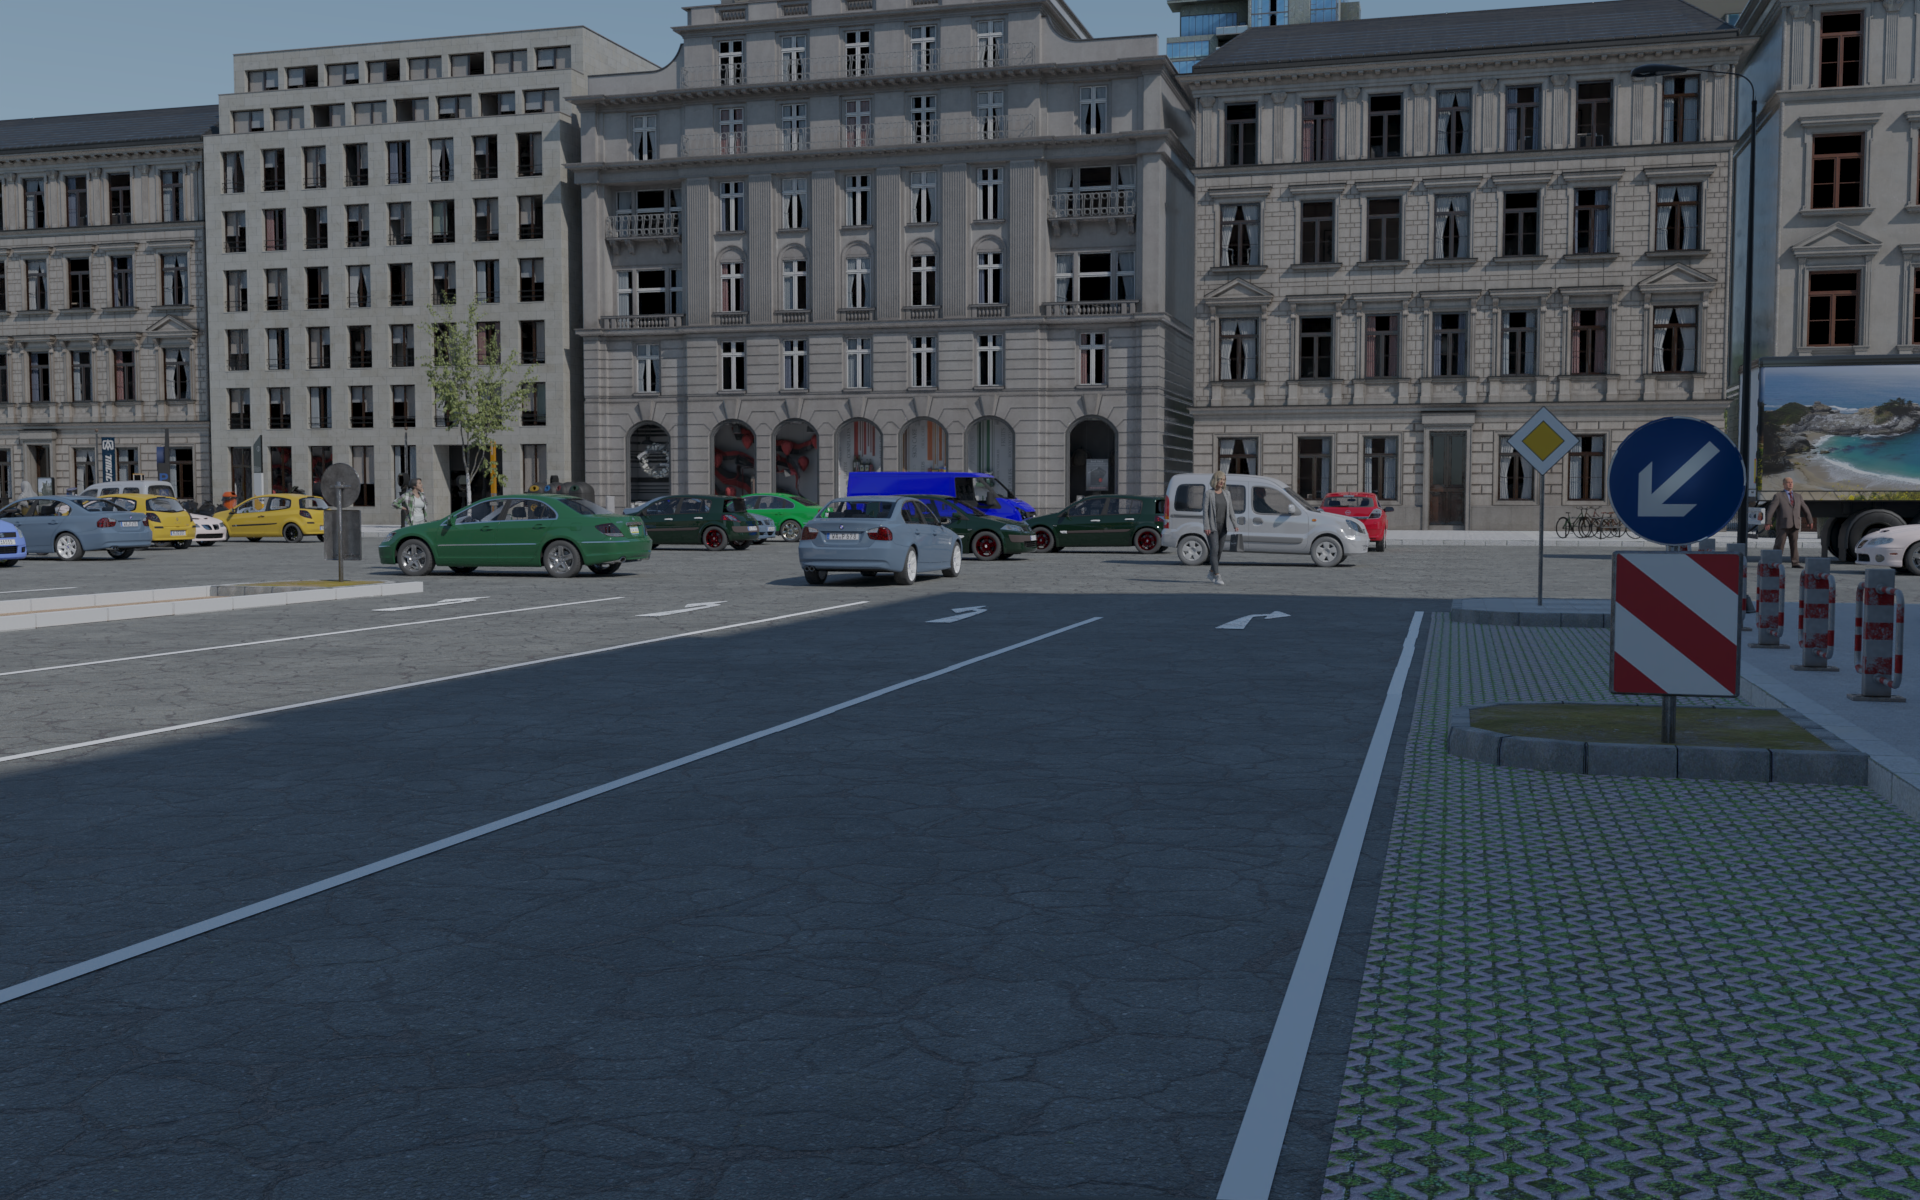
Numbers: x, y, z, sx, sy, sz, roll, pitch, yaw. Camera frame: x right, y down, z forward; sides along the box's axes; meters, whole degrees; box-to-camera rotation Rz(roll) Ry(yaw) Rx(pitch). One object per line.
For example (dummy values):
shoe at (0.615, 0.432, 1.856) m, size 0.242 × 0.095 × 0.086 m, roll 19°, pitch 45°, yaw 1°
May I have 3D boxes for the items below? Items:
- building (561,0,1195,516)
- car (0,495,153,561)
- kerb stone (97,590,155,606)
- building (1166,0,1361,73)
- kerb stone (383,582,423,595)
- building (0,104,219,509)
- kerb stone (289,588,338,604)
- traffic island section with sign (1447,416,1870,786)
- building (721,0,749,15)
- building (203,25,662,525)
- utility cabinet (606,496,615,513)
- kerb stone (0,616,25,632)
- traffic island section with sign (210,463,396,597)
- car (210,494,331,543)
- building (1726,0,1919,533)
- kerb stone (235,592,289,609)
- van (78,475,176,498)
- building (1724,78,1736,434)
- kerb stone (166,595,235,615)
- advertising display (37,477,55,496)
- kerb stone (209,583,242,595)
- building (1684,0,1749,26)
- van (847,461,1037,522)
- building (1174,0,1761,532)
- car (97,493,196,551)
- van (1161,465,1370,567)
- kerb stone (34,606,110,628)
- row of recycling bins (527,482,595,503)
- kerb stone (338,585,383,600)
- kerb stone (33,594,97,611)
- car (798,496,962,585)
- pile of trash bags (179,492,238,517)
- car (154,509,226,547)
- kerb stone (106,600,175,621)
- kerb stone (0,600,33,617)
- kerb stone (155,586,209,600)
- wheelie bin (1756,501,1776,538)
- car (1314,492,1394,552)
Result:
building at (-2.289, -14.032, 71.225) m, size 24.055 × 21.916 × 13.314 m, roll 1°, pitch 4°, yaw 16°
car at (-20.015, -1.588, 37.968) m, size 4.499 × 1.417 × 2.014 m, roll 1°, pitch 4°, yaw 14°
kerb stone at (-10.935, -0.023, 22.572) m, size 0.120 × 0.150 × 1.000 m, roll 1°, pitch 4°, yaw 16°
building at (39.720, -56.047, 229.037) m, size 31.000 × 86.520 × 22.319 m, roll 1°, pitch 4°, yaw 16°
kerb stone at (-8.071, -0.163, 24.937) m, size 0.120 × 0.150 × 1.000 m, roll 1°, pitch 4°, yaw 16°
building at (-39.900, -13.268, 81.564) m, size 19.286 × 19.102 × 10.561 m, roll 1°, pitch 4°, yaw 16°
kerb stone at (-8.646, -0.047, 22.966) m, size 0.120 × 0.150 × 1.000 m, roll 1°, pitch 4°, yaw 16°
traffic island section with sign at (3.755, -0.060, 9.611) m, size 1.989 × 1.847 × 2.006 m, roll 1°, pitch 4°, yaw 16°
building at (-8.655, -27.273, 129.502) m, size 14.154 × 41.232 × 14.086 m, roll 1°, pitch 4°, yaw 16°
building at (-22.538, -13.558, 76.419) m, size 16.860 × 20.320 × 10.420 m, roll 1°, pitch 4°, yaw 16°
utility cabinet at (-13.269, -3.338, 65.742) m, size 0.306 × 1.237 × 1.020 m, roll -1°, pitch 4°, yaw -14°
kerb stone at (-10.059, 0.259, 18.008) m, size 0.120 × 0.150 × 1.000 m, roll 1°, pitch 4°, yaw 16°
traffic island section with sign at (-9.209, -1.015, 24.728) m, size 2.006 × 1.907 × 1.989 m, roll 1°, pitch 4°, yaw 16°
car at (-20.604, -2.539, 51.735) m, size 3.980 × 1.641 × 2.015 m, roll 1°, pitch 4°, yaw 17°
building at (37.925, -13.660, 59.494) m, size 21.152 × 22.565 × 11.583 m, roll 1°, pitch 4°, yaw 16°
kerb stone at (-8.926, 0.014, 21.970) m, size 0.120 × 0.150 × 1.000 m, roll 1°, pitch 4°, yaw 16°
van at (-26.495, -2.872, 53.970) m, size 4.112 × 2.044 × 2.013 m, roll 1°, pitch 4°, yaw 15°
building at (54.804, -21.037, 115.663) m, size 14.160 × 30.474 × 14.107 m, roll 1°, pitch 4°, yaw 16°
kerb stone at (-9.207, 0.074, 20.982) m, size 0.120 × 0.150 × 1.000 m, roll 1°, pitch 4°, yaw 16°
advertising display at (-34.960, -3.736, 66.293) m, size 0.974 × 1.923 × 0.123 m, roll 2°, pitch 4°, yaw 31°
kerb stone at (-10.377, -0.144, 24.553) m, size 0.120 × 0.150 × 1.000 m, roll 1°, pitch 4°, yaw 16°
building at (64.106, -31.033, 131.089) m, size 21.300 × 48.544 × 21.600 m, roll 1°, pitch 4°, yaw 16°
van at (-0.456, -2.624, 47.290) m, size 5.245 × 2.365 × 2.240 m, roll 1°, pitch 4°, yaw 17°
building at (18.358, -12.237, 64.705) m, size 19.286 × 19.102 × 10.561 m, roll 1°, pitch 4°, yaw 16°
car at (-21.848, -2.116, 44.820) m, size 3.980 × 1.641 × 2.015 m, roll 1°, pitch 4°, yaw 17°
van at (6.160, -1.706, 34.910) m, size 4.112 × 2.044 × 2.013 m, roll 1°, pitch 4°, yaw 17°
kerb stone at (-9.781, 0.196, 18.996) m, size 0.120 × 0.150 × 1.000 m, roll 1°, pitch 4°, yaw 16°
row of recycling bins at (-13.601, -3.180, 59.110) m, size 1.069 × 1.692 × 3.534 m, roll -3°, pitch 5°, yaw -44°
kerb stone at (-8.361, -0.103, 23.952) m, size 0.120 × 0.150 × 1.000 m, roll 1°, pitch 4°, yaw 16°
kerb stone at (-11.219, 0.037, 21.583) m, size 0.120 × 0.150 × 1.000 m, roll 1°, pitch 4°, yaw 16°
car at (-1.257, -1.016, 28.616) m, size 2.014 × 1.417 × 4.499 m, roll 1°, pitch 4°, yaw 15°
pile of trash bags at (-27.563, -3.295, 63.622) m, size 1.912 × 1.369 × 3.447 m, roll 0°, pitch 4°, yaw 5°
car at (-22.552, -2.162, 47.719) m, size 4.827 × 1.381 × 2.083 m, roll 1°, pitch 4°, yaw 18°
kerb stone at (-9.499, 0.135, 19.994) m, size 0.120 × 0.150 × 1.000 m, roll 1°, pitch 4°, yaw 16°
kerb stone at (-11.498, 0.098, 20.587) m, size 0.120 × 0.150 × 1.000 m, roll 1°, pitch 4°, yaw 16°
kerb stone at (-10.656, -0.084, 23.566) m, size 0.120 × 0.150 × 1.000 m, roll 1°, pitch 4°, yaw 16°
wheelie bin at (23.862, -2.632, 50.942) m, size 0.693 × 1.594 × 0.980 m, roll -1°, pitch 4°, yaw -9°
car at (10.066, -2.175, 44.595) m, size 2.155 × 1.783 × 4.494 m, roll 1°, pitch 4°, yaw 15°
